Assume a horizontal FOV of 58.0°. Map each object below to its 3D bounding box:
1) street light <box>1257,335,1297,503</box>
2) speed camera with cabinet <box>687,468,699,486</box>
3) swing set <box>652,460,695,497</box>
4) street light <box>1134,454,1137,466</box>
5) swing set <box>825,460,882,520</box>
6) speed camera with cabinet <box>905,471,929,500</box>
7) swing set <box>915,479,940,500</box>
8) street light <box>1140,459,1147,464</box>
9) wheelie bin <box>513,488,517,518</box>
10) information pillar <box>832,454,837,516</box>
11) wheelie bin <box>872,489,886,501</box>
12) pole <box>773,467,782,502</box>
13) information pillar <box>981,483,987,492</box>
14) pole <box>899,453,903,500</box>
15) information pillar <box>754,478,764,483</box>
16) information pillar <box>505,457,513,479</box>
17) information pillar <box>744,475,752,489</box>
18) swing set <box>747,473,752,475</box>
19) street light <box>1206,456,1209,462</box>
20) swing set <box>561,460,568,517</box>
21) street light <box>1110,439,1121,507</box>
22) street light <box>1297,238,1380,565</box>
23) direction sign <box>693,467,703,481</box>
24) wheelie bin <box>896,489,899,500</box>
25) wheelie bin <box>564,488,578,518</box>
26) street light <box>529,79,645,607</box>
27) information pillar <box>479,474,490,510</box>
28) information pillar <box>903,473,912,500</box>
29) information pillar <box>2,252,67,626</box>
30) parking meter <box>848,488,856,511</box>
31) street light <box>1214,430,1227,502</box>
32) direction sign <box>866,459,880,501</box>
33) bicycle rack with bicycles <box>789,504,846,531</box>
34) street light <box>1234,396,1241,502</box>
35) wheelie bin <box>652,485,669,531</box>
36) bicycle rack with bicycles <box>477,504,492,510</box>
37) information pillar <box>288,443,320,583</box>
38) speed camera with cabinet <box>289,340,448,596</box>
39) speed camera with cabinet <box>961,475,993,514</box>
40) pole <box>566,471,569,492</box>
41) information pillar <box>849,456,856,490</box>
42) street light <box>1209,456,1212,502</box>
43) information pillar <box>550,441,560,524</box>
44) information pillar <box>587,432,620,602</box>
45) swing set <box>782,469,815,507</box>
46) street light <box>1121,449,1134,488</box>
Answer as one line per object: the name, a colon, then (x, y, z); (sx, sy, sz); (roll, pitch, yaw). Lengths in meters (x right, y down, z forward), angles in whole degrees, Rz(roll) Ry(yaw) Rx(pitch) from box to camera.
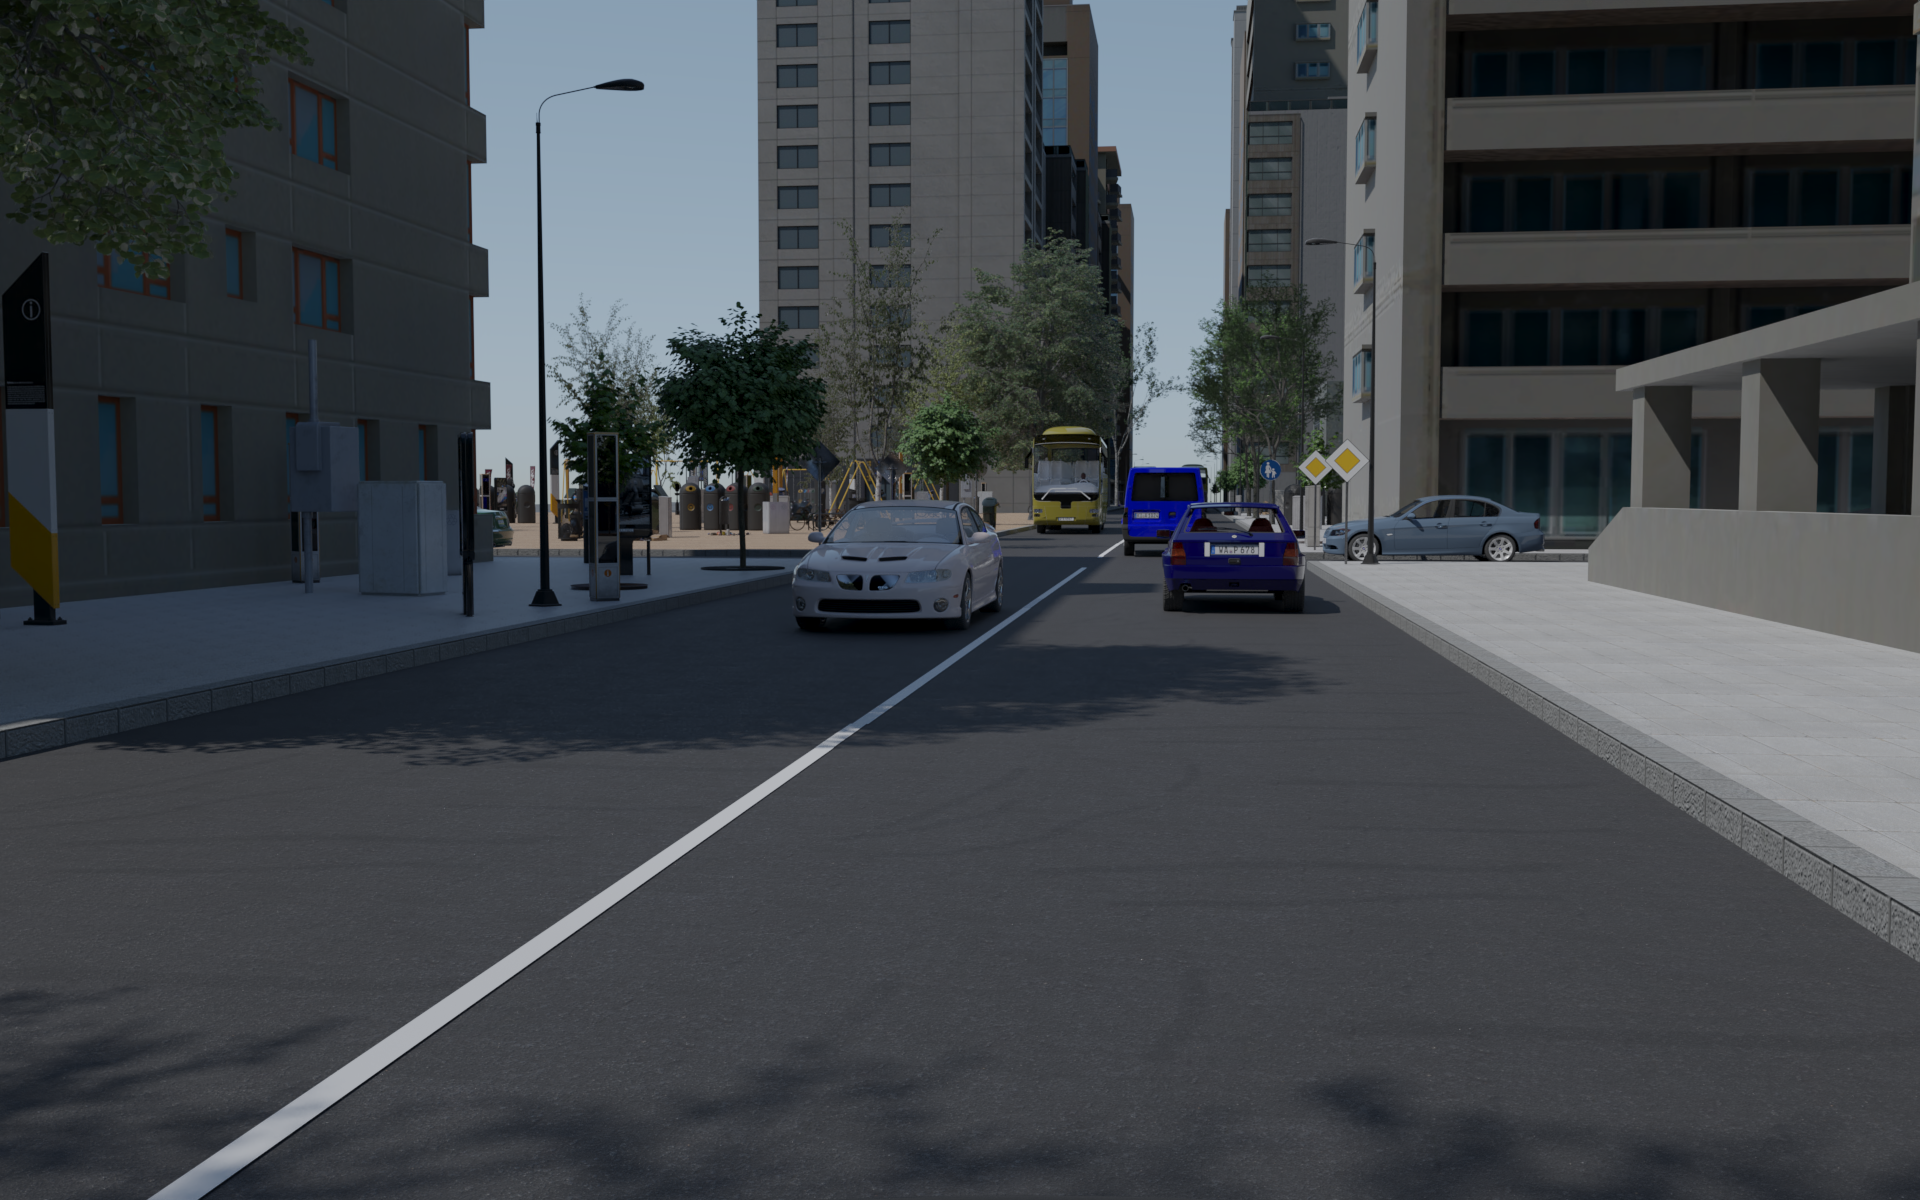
street light: (9.481, -4.783, 50.737); (1.470, 5.913, 1.316); (0, 4, 8)
speed camera with cabinet: (-13.552, -5.712, 87.721); (0.660, 3.252, 2.038); (-1, 4, -10)
swing set: (-12.611, -5.091, 80.863); (3.119, 2.851, 2.862); (-1, 4, -12)
street light: (19.641, -13.845, 198.903); (1.470, 5.913, 1.316); (0, 4, 8)
swing set: (-4.777, -5.151, 81.846); (2.862, 2.851, 3.119); (0, 4, 4)
speed camera with cabinet: (-3.083, -7.472, 116.506); (2.038, 3.252, 0.660); (-2, 4, -27)
swing set: (-2.477, -7.036, 112.663); (2.862, 2.851, 3.119); (-1, 4, -9)
street light: (23.698, -15.750, 230.057); (1.470, 5.913, 1.316); (0, 4, 8)
wheelie bin: (-23.919, -5.123, 91.671); (0.980, 1.594, 0.693); (-3, 5, -44)
information pillar: (-7.419, -6.780, 102.213); (0.183, 3.616, 0.504); (1, 4, 15)
wheelie bin: (-5.417, -6.659, 116.777); (0.980, 1.594, 0.693); (-3, 4, -36)
pole: (-6.131, -3.902, 57.634); (0.158, 3.312, 0.155); (0, 3, 0)
information pillar: (1.573, -6.650, 113.221); (0.304, 2.012, 0.304); (1, 4, 17)
pole: (-2.864, -5.511, 83.954); (0.158, 3.312, 0.155); (0, 3, 0)
information pillar: (-8.365, -4.933, 72.015); (0.504, 3.616, 0.183); (2, 4, 29)
information pillar: (-28.564, -7.242, 109.757); (0.504, 3.616, 0.183); (0, 4, 0)
information pillar: (-8.187, -3.789, 66.434); (0.304, 2.012, 0.304); (2, 4, 35)
swing set: (-12.344, -6.364, 101.677); (2.862, 2.851, 3.119); (0, 4, -2)
street light: (30.621, -14.540, 210.275); (1.470, 5.913, 1.316); (0, 4, 8)
swing set: (-16.692, -5.041, 80.042); (3.119, 2.851, 2.862); (0, 4, -6)
street light: (12.708, -10.683, 147.202); (1.470, 5.913, 1.316); (0, 4, 8)
street light: (6.961, -3.608, 31.536); (1.470, 5.913, 1.316); (0, 4, 8)
direction sign: (-16.154, -7.028, 106.907); (0.876, 3.537, 0.379); (3, 4, 36)
wheelie bin: (-3.500, -5.869, 103.859); (0.980, 1.594, 0.693); (0, 4, -7)
wheelie bin: (-20.207, -5.041, 90.324); (0.980, 1.594, 0.693); (3, 5, 39)
street light: (-4.219, -2.878, 19.597); (1.470, 5.913, 1.316); (0, 4, 8)
information pillar: (-17.188, -3.559, 62.681); (0.304, 2.012, 0.304); (-2, 4, -31)
information pillar: (-1.835, -3.414, 60.305); (0.304, 2.012, 0.304); (0, 4, -8)
information pillar: (-9.059, -1.563, 16.903); (0.504, 3.616, 0.183); (1, 4, 12)
parking meter: (-4.882, -4.280, 78.381); (0.372, 1.533, 0.369); (0, 3, 0)
street light: (19.478, -9.394, 126.129); (1.470, 5.913, 1.316); (0, 4, 8)
direction sign: (-5.641, -7.362, 112.363); (0.876, 3.537, 0.379); (0, 4, 8)
bicycle rack with bicycles: (-4.520, -2.897, 60.744); (2.925, 0.926, 2.852); (-1, 4, -9)
street light: (13.610, -6.701, 82.104); (1.470, 5.913, 1.316); (0, 4, 8)
wheelie bin: (-10.271, -3.111, 58.770); (0.693, 1.594, 0.980); (1, 4, 12)
bicycle rack with bicycles: (-20.898, -3.693, 73.768); (2.852, 0.926, 2.925); (0, 4, -5)
information pillar: (-9.454, -1.253, 24.976); (0.304, 2.012, 0.304); (3, 5, 44)
speed camera with cabinet: (-7.589, -1.704, 22.204); (2.038, 3.252, 0.660); (1, 4, 21)
speed camera with cabinet: (1.101, -7.218, 112.356); (2.038, 3.252, 0.660); (0, 4, -2)
pole: (-22.570, -6.469, 99.604); (0.158, 3.312, 0.155); (0, 3, 0)
information pillar: (-5.945, -6.400, 95.991); (0.183, 3.616, 0.504); (-3, 4, -38)
street light: (23.581, -11.283, 157.017); (1.470, 5.913, 1.316); (0, 4, 8)
information pillar: (-17.453, -5.093, 74.617); (0.183, 3.616, 0.504); (2, 4, 32)
information pillar: (-4.273, -0.996, 20.772); (0.304, 2.012, 0.304); (-2, 4, -28)
swing set: (-9.576, -6.793, 108.681); (3.119, 2.851, 2.862); (1, 4, 12)
street light: (16.920, -12.586, 178.320); (1.470, 5.913, 1.316); (0, 4, 8)
